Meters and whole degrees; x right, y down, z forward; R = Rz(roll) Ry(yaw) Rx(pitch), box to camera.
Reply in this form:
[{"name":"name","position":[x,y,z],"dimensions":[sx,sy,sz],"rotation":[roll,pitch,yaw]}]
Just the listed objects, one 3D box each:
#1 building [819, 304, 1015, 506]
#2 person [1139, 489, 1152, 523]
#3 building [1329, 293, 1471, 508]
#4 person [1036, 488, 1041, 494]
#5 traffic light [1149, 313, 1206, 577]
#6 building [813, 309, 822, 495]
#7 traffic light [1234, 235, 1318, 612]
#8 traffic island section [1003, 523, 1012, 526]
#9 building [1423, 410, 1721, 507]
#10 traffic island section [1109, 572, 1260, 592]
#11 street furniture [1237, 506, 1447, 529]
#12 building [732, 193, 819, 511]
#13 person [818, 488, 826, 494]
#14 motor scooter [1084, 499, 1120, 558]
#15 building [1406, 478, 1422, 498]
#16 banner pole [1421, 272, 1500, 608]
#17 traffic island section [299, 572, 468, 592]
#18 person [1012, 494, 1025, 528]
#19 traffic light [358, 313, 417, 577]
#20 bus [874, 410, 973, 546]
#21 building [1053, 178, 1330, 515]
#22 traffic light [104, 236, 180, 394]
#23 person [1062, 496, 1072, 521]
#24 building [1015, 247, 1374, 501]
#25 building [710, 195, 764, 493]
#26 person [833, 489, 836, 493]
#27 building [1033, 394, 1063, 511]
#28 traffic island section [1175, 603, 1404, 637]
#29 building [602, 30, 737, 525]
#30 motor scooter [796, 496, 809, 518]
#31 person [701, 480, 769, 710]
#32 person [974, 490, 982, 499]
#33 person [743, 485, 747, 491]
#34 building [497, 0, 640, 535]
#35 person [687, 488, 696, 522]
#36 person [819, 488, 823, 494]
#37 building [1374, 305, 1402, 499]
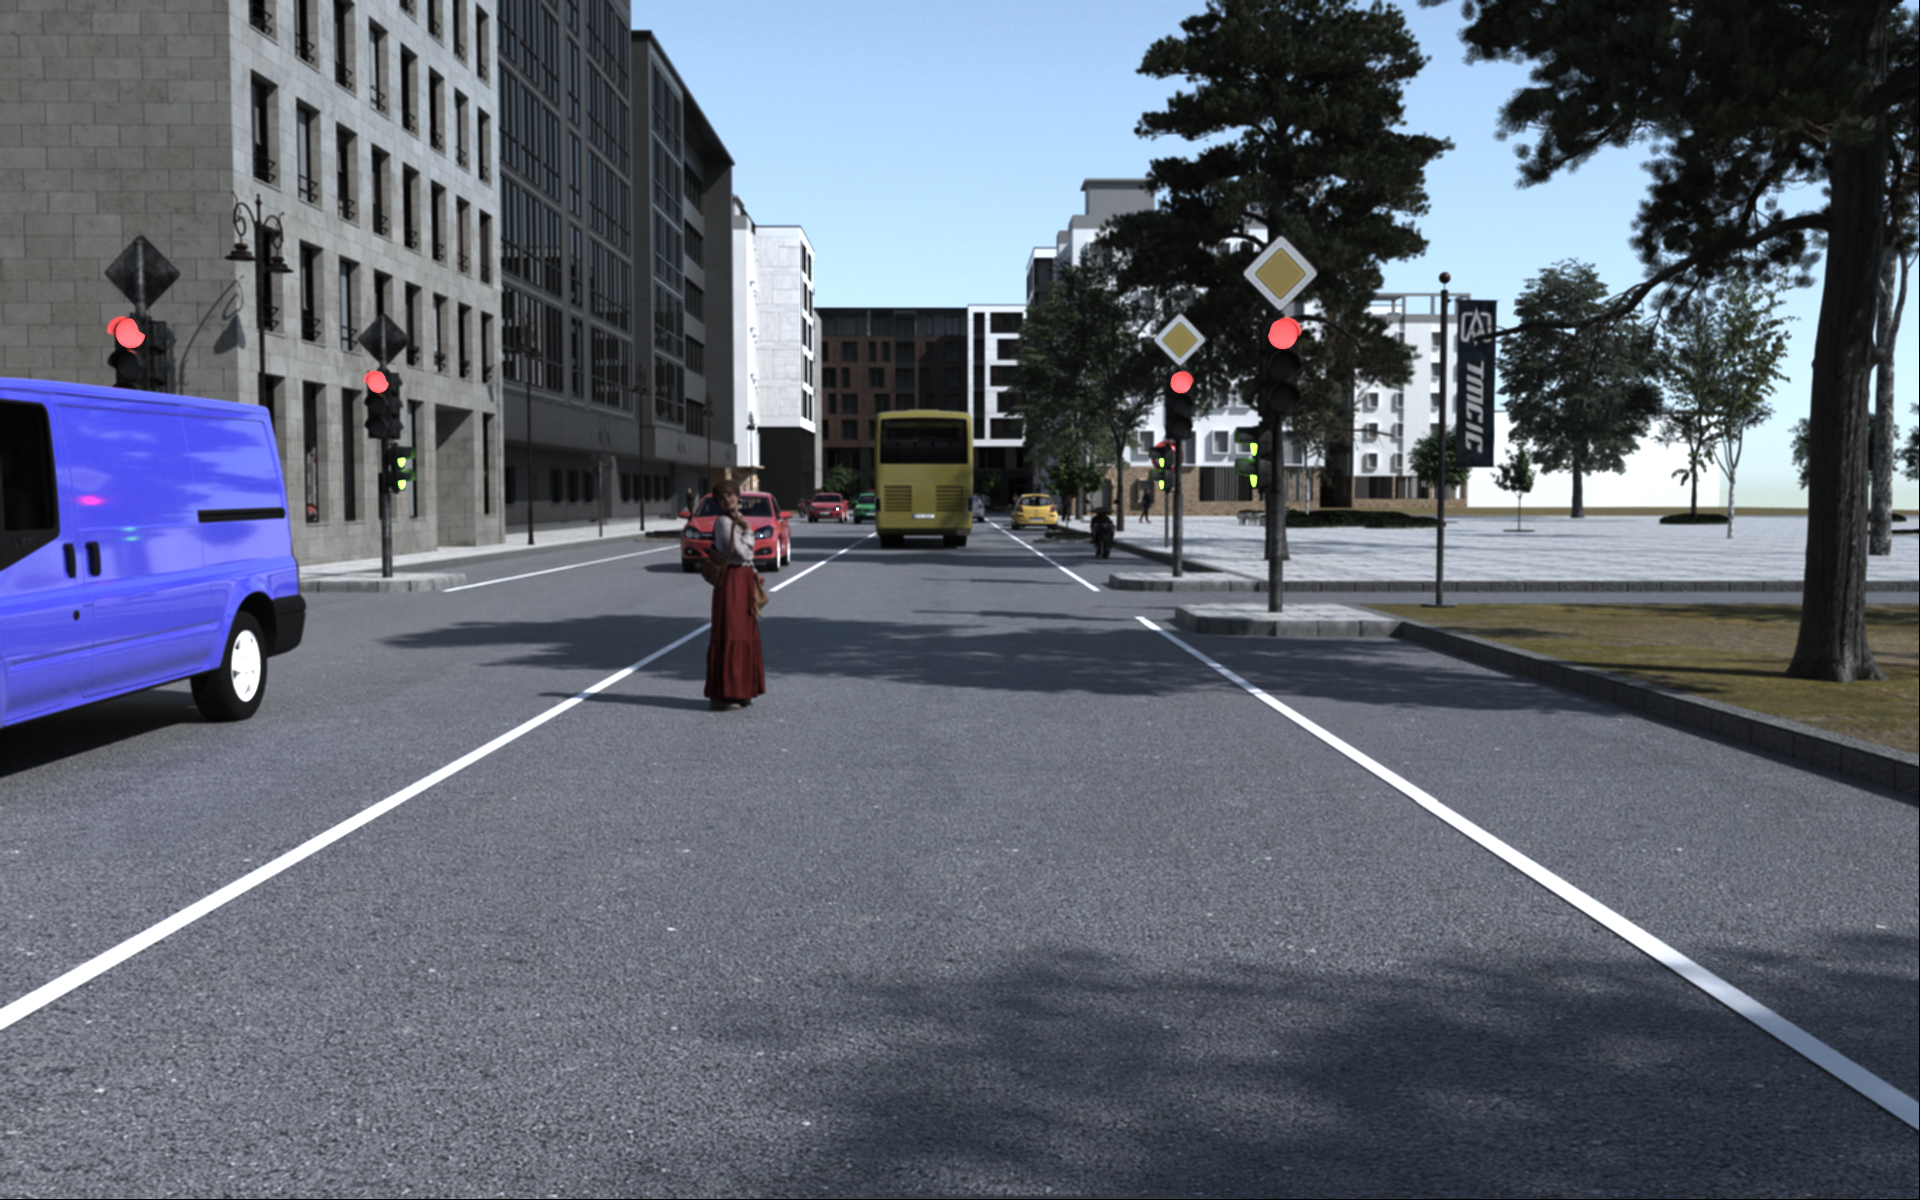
[{"name":"building","position":[-1.452,-21.802,200.438],"dimensions":[32.646,21.610,27.936],"rotation":[0,4,0]},{"name":"person","position":[8.265,-4.196,77.188],"dimensions":[0.480,1.512,0.613],"rotation":[3,5,43]},{"name":"building","position":[42.050,-19.141,169.369],"dimensions":[11.380,20.091,16.016],"rotation":[0,4,0]},{"name":"person","position":[5.369,-7.007,121.388],"dimensions":[0.721,1.735,1.217],"rotation":[-2,4,-31]},{"name":"traffic light","position":[3.347,-2.291,26.708],"dimensions":[0.839,4.213,0.868],"rotation":[0,4,0]},{"name":"building","position":[-29.732,-18.425,167.705],"dimensions":[31.486,18.905,16.747],"rotation":[0,4,0]},{"name":"traffic light","position":[3.411,-1.803,18.723],"dimensions":[0.839,4.213,0.868],"rotation":[0,4,0]},{"name":"traffic island section","position":[2.968,-3.407,78.568],"dimensions":[1.991,0.108,1.994],"rotation":[0,4,0]},{"name":"building","position":[61.849,-14.130,173.165],"dimensions":[28.070,9.664,9.099],"rotation":[0,4,0]},{"name":"traffic island section","position":[3.387,-0.278,26.821],"dimensions":[2.009,0.180,2.903],"rotation":[0,4,0]},{"name":"street furniture","position":[14.676,-3.237,68.559],"dimensions":[5.734,0.657,10.072],"rotation":[-1,4,-11]},{"name":"building","position":[-26.040,-17.478,129.745],"dimensions":[27.936,21.610,32.646],"rotation":[0,4,0]},{"name":"person","position":[-12.355,-9.181,155.787],"dimensions":[1.348,1.869,0.705],"rotation":[-1,4,-15]},{"name":"motor scooter","position":[3.251,-1.636,39.525],"dimensions":[0.815,1.314,1.986],"rotation":[0,4,-1]},{"name":"building","position":[61.625,-15.273,191.867],"dimensions":[28.070,9.664,9.099],"rotation":[0,4,0]},{"name":"banner pole","position":[5.695,-1.814,19.675],"dimensions":[0.863,3.779,0.401],"rotation":[0,4,-8]},{"name":"traffic island section","position":[-8.854,-0.272,26.729],"dimensions":[2.009,0.180,2.903],"rotation":[0,4,0]},{"name":"person","position":[2.552,-3.752,73.084],"dimensions":[0.697,1.427,0.421],"rotation":[-1,4,-11]},{"name":"traffic light","position":[-8.814,-2.284,26.596],"dimensions":[0.839,4.213,0.868],"rotation":[0,4,0]},{"name":"bus","position":[-1.066,-3.587,50.201],"dimensions":[2.896,3.916,12.252],"rotation":[0,4,-1]},{"name":"building","position":[14.019,-15.490,109.687],"dimensions":[16.016,20.091,11.380],"rotation":[0,4,0]},{"name":"traffic light","position":[-8.750,-1.796,18.611],"dimensions":[0.839,4.213,0.868],"rotation":[0,4,0]},{"name":"person","position":[5.102,-4.608,82.069],"dimensions":[0.565,1.739,0.600],"rotation":[0,4,1]},{"name":"building","position":[19.927,-19.323,159.908],"dimensions":[27.936,21.610,32.646],"rotation":[0,4,0]},{"name":"building","position":[-20.555,-15.369,107.698],"dimensions":[16.016,20.091,11.380],"rotation":[0,4,0]},{"name":"person","position":[-12.017,-9.631,164.296],"dimensions":[0.721,1.735,1.217],"rotation":[1,4,13]},{"name":"building","position":[10.592,-11.473,129.732],"dimensions":[9.099,9.664,28.070],"rotation":[0,4,0]},{"name":"traffic island section","position":[3.451,0.211,18.837],"dimensions":[2.009,0.180,2.903],"rotation":[0,4,0]},{"name":"building","position":[-19.848,-16.262,84.947],"dimensions":[14.314,24.678,30.058],"rotation":[0,4,0]},{"name":"motor scooter","position":[-9.614,-5.687,105.766],"dimensions":[0.815,1.314,1.986],"rotation":[0,4,1]},{"name":"person","position":[-1.508,-0.036,11.550],"dimensions":[0.387,1.526,0.523],"rotation":[1,4,11]},{"name":"person","position":[1.459,-8.531,147.989],"dimensions":[0.705,1.824,1.348],"rotation":[-2,4,-35]},{"name":"person","position":[-11.381,-5.246,92.339],"dimensions":[0.617,1.759,0.750],"rotation":[-1,4,-22]},{"name":"building","position":[-19.734,-16.118,57.038],"dimensions":[14.314,27.812,24.014],"rotation":[0,4,0]},{"name":"person","position":[-12.315,-4.344,79.331],"dimensions":[0.388,1.546,0.482],"rotation":[0,4,6]},{"name":"person","position":[-11.864,-8.716,148.638],"dimensions":[0.705,1.812,1.348],"rotation":[-1,4,-23]},{"name":"building","position":[31.191,-21.833,200.943],"dimensions":[32.646,21.610,27.936],"rotation":[0,4,0]}]
